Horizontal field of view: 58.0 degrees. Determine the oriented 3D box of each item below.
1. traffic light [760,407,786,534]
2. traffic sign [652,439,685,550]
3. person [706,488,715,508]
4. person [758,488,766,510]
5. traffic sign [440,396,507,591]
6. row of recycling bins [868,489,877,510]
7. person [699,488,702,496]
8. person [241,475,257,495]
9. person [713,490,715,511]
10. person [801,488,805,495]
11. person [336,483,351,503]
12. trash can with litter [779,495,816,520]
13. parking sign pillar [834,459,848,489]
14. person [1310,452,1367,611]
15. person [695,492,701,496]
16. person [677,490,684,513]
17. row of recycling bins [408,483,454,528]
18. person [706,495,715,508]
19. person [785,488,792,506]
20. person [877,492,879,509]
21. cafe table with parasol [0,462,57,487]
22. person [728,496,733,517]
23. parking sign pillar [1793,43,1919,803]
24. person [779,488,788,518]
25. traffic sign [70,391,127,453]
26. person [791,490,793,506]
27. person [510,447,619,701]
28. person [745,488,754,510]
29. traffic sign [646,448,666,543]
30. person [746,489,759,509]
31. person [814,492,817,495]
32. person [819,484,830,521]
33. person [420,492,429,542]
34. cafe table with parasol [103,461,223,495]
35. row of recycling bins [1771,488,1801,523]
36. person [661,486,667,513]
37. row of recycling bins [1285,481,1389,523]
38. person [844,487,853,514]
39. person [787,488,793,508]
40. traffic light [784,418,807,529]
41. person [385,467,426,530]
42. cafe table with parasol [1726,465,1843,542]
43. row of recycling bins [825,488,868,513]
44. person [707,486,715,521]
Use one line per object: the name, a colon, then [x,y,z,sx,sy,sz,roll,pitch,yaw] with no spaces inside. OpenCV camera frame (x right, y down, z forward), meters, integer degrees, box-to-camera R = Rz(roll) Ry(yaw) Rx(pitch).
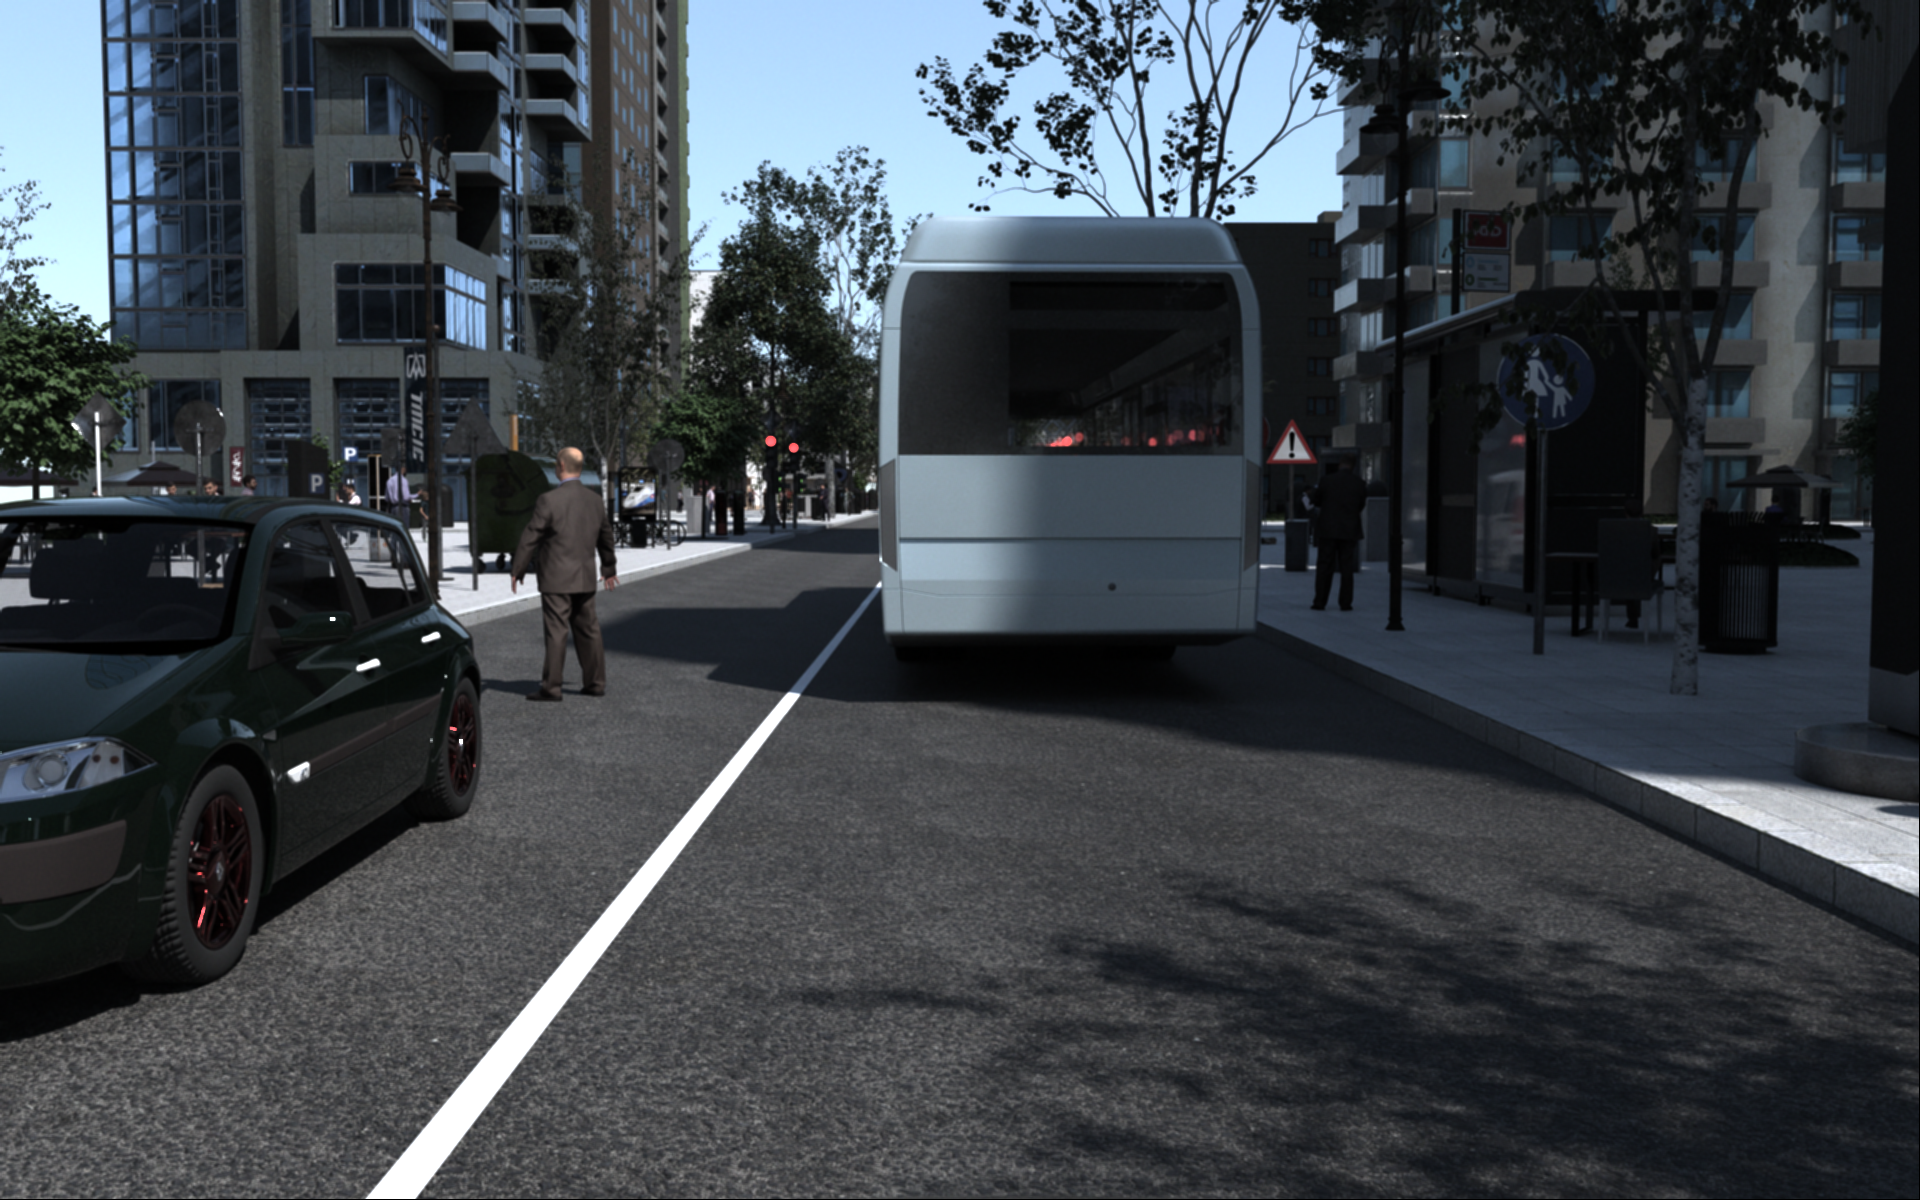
traffic light: [-6.051,-4.097,55.901,0.839,4.253,0.868,0,4,0]
traffic sign: [-6.691,-2.423,39.729,0.768,2.556,0.104,0,4,3]
person: [-13.046,-5.206,91.609,0.683,1.767,0.568,-3,5,-41]
person: [-15.929,-8.230,141.121,1.217,1.766,0.721,2,4,28]
traffic sign: [-6.449,-1.405,22.973,0.884,2.594,0.081,0,4,1]
row of recycling bins: [-8.286,-7.994,137.810,3.534,1.692,1.069,1,4,12]
person: [-19.534,-7.600,130.985,0.565,1.739,0.600,0,4,3]
person: [-11.303,-1.202,27.649,0.435,1.587,0.963,-2,4,-33]
person: [-18.842,-7.608,132.386,0.435,1.587,0.963,1,4,10]
person: [-11.532,-7.424,127.555,0.434,1.807,0.598,0,4,-3]
person: [-19.121,-2.831,53.792,0.415,1.643,0.593,1,4,12]
trash can with litter: [-8.019,-4.826,89.970,2.233,1.210,1.678,2,4,35]
parking sign pillar: [-9.036,-8.735,131.282,1.447,3.967,1.447,1,4,12]
person: [4.183,-0.763,19.204,0.565,1.739,0.600,-1,4,-19]
person: [-15.432,-5.678,102.108,0.421,1.427,0.697,-1,4,-15]
person: [-19.352,-6.809,119.577,0.590,1.554,0.614,-3,4,-37]
row of recycling bins: [-21.126,-3.658,66.913,3.534,1.692,1.069,1,4,20]
person: [-12.280,-4.592,85.028,0.435,1.345,0.340,-1,4,-15]
person: [-16.139,-9.446,160.415,1.348,1.831,0.705,1,4,17]
person: [-6.632,-8.441,144.578,0.617,1.759,0.750,-2,4,-26]
cafe table with parasol: [-17.640,-1.647,31.791,2.610,1.966,2.610,0,4,-8]
person: [-12.687,-5.384,97.299,0.697,1.427,0.421,-1,4,-14]
parking sign pillar: [4.496,-1.167,7.559,1.447,3.967,1.447,0,4,6]
person: [-9.493,-5.245,93.251,0.517,1.644,0.566,1,4,16]
traffic sign: [-11.067,-1.378,22.271,0.795,2.593,0.064,1,4,9]
person: [-18.069,-11.069,187.539,1.217,1.766,0.721,-2,4,-31]
person: [-2.789,-0.190,12.154,0.434,1.755,0.990,3,4,38]
person: [-17.283,-8.294,142.176,0.617,1.759,0.750,1,4,18]
traffic sign: [-7.925,-2.792,45.747,0.768,2.556,0.104,1,4,10]
person: [-17.263,-8.406,144.196,1.217,1.743,0.721,1,4,13]
person: [-14.531,-10.438,177.219,1.217,1.766,0.721,-1,4,-21]
person: [-6.434,-4.604,81.775,0.683,1.767,0.568,2,4,29]
person: [-14.154,-2.210,46.084,0.340,1.345,0.435,0,4,-2]
cafe table with parasol: [-16.608,-1.901,35.947,2.610,1.966,2.610,1,4,12]
row of recycling bins: [31.872,-3.657,66.898,1.069,1.692,3.534,2,4,23]
person: [-19.760,-6.678,115.364,0.598,1.807,0.434,1,4,17]
row of recycling bins: [11.687,-2.854,53.771,3.534,1.692,1.069,3,4,39]
person: [-7.093,-6.261,109.131,0.376,1.734,0.841,-3,4,-36]
person: [-16.181,-9.628,163.394,1.348,1.831,0.705,-1,4,-11]
traffic light: [-6.082,-4.585,63.886,0.839,4.253,0.868,0,4,0]
person: [-9.494,-1.456,29.721,0.709,1.838,0.599,3,4,39]
cafe table with parasol: [19.360,-2.191,40.690,2.610,1.966,2.610,1,4,16]
row of recycling bins: [-7.918,-6.651,115.850,1.069,1.692,3.534,-3,5,-45]
person: [-11.663,-4.556,81.479,0.436,1.711,0.756,1,4,23]
